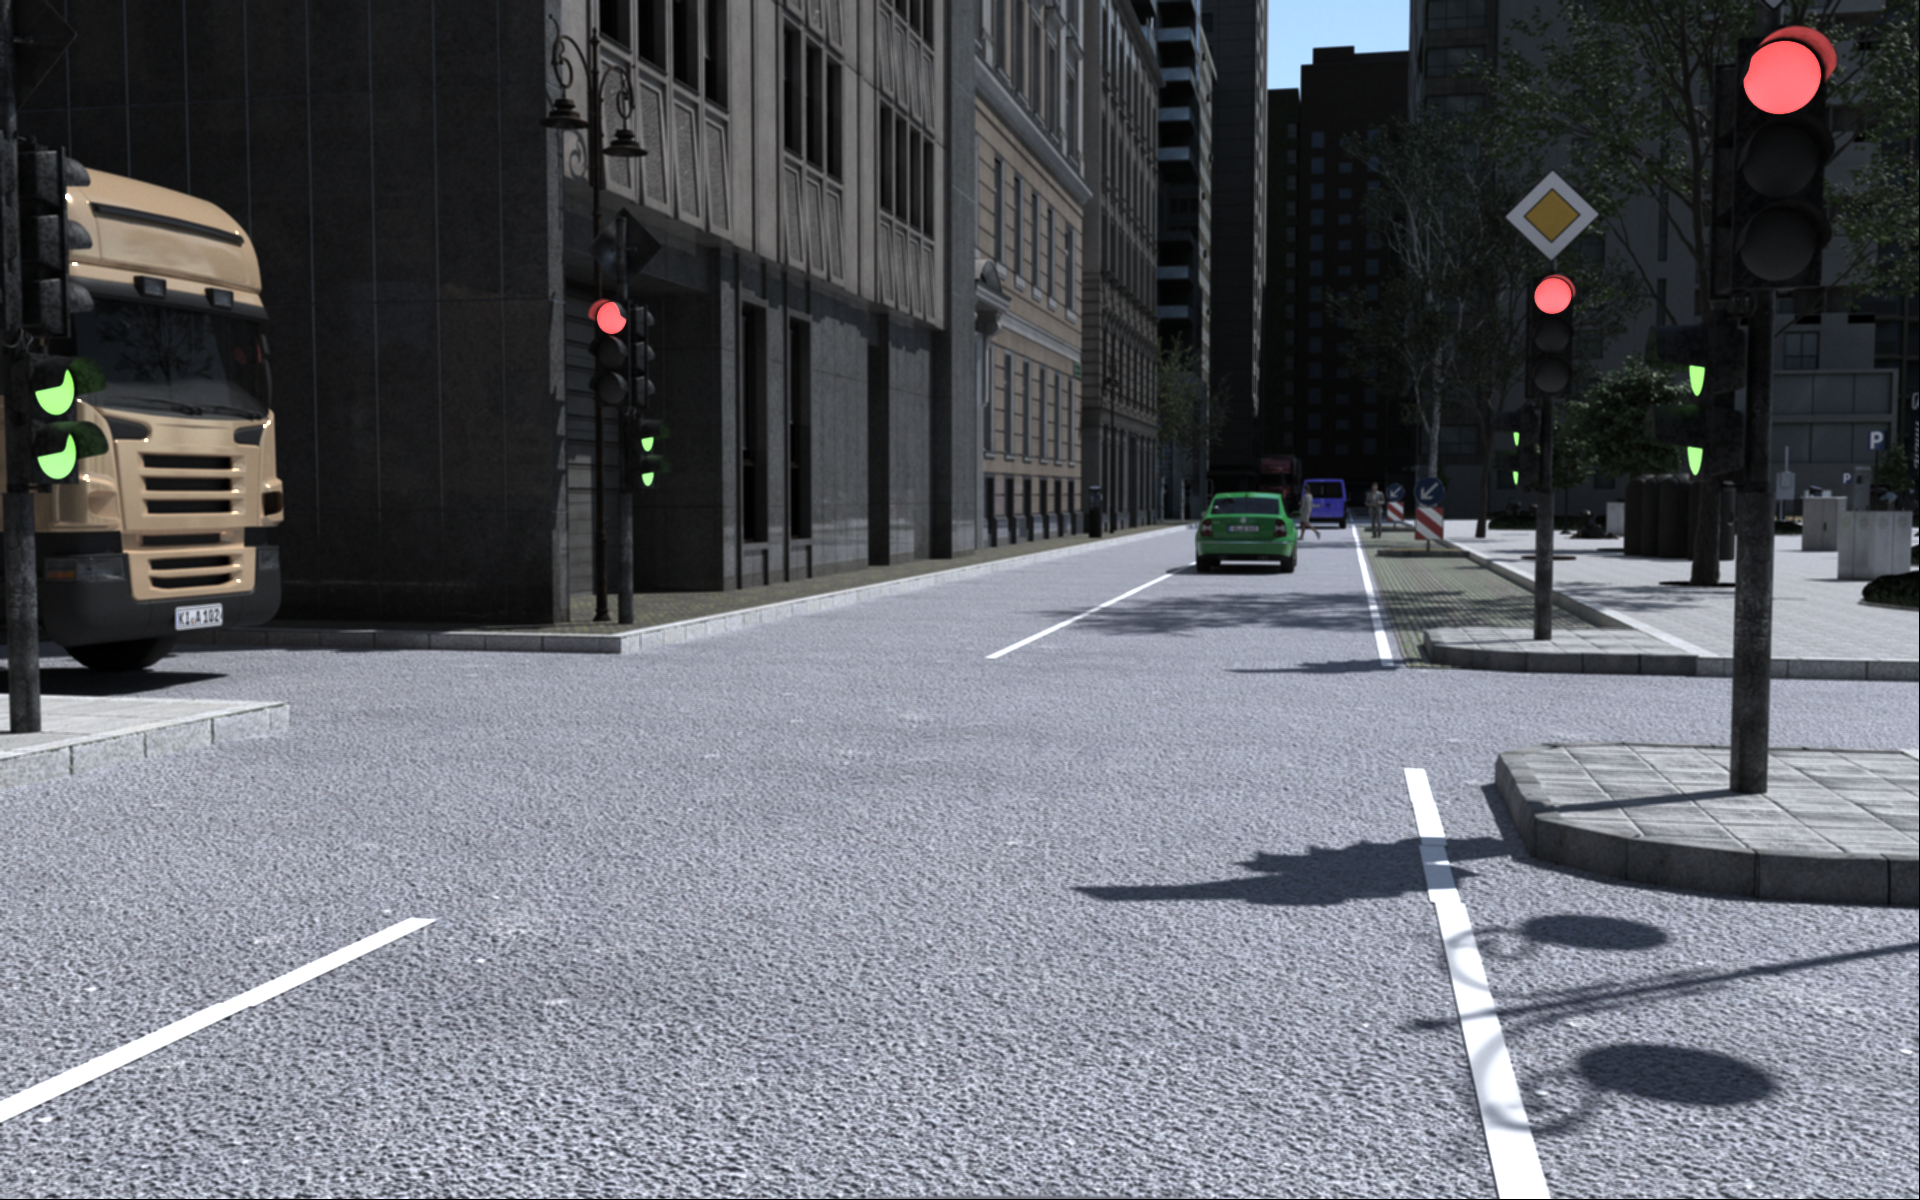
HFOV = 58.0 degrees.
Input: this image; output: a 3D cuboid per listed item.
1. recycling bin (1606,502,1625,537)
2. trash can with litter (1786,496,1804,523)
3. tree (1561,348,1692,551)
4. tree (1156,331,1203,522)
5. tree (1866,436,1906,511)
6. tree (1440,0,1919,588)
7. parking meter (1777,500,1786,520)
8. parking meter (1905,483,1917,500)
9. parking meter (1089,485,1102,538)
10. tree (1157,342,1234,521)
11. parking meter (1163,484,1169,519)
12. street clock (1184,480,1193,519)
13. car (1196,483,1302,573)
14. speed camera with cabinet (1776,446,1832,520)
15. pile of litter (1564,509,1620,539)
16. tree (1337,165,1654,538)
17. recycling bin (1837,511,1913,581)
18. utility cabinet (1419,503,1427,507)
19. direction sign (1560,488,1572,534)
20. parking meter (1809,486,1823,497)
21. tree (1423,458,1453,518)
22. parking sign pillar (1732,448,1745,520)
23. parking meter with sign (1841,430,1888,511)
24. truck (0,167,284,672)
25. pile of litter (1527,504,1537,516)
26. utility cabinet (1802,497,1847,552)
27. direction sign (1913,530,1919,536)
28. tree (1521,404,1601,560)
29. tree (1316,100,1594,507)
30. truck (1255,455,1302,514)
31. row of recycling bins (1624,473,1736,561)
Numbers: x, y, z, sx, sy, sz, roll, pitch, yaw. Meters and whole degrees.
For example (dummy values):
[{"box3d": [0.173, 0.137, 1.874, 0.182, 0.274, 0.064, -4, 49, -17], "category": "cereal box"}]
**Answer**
[{"box3d": [20.047, -2.444, 52.514, 0.722, 1.027, 0.722, 2, 4, 32], "category": "recycling bin"}, {"box3d": [37.894, -4.064, 77.507, 1.678, 1.210, 2.233, -2, 4, -35], "category": "trash can with litter"}, {"box3d": [15.289, -3.389, 39.119, 4.285, 4.588, 4.351, 0, 3, 0], "category": "tree"}, {"box3d": [8.969, -7.821, 78.240, 4.737, 8.622, 4.395, 0, 3, 0], "category": "tree"}, {"box3d": [31.009, -3.836, 57.322, 1.663, 3.219, 1.824, 0, 3, 0], "category": "tree"}, {"box3d": [10.400, -5.989, 23.670, 9.928, 11.665, 9.643, 0, 3, 0], "category": "tree"}, {"box3d": [39.912, -4.633, 84.157, 0.372, 1.533, 0.369, 0, 3, 0], "category": "parking meter"}, {"box3d": [43.665, -4.516, 79.546, 0.399, 1.863, 0.255, 0, 4, 6], "category": "parking meter"}, {"box3d": [3.984, -2.601, 50.942, 0.372, 1.533, 0.369, 0, 3, 0], "category": "parking meter"}, {"box3d": [11.008, -8.151, 83.636, 4.360, 8.622, 3.978, 0, 3, 0], "category": "tree"}, {"box3d": [10.735, -5.204, 90.804, 0.399, 1.863, 0.255, 0, 4, -7], "category": "parking meter"}, {"box3d": [11.510, -5.077, 87.587, 0.471, 2.002, 0.358, -2, 4, -34], "category": "street clock"}, {"box3d": [5.520, -1.484, 33.057, 1.959, 1.807, 4.718, 1, 4, 12], "category": "car"}, {"box3d": [34.871, -4.724, 71.580, 2.038, 3.252, 0.660, 1, 4, 23], "category": "speed camera with cabinet"}, {"box3d": [18.259, -2.204, 50.005, 1.176, 0.858, 1.719, -1, 4, -15], "category": "pile of litter"}, {"box3d": [15.243, -7.077, 50.127, 8.767, 10.594, 7.601, 0, 4, 0], "category": "tree"}, {"box3d": [13.702, -0.819, 25.948, 0.722, 1.027, 0.722, -1, 4, -13], "category": "recycling bin"}, {"box3d": [19.663, -3.967, 73.547, 0.318, 1.500, 1.173, 1, 4, 13], "category": "utility cabinet"}, {"box3d": [19.424, -3.879, 55.422, 0.379, 3.537, 0.876, 1, 4, 21], "category": "direction sign"}, {"box3d": [26.021, -2.708, 52.681, 0.372, 1.533, 0.369, 0, 3, 0], "category": "parking meter"}, {"box3d": [25.604, -5.989, 92.525, 1.663, 3.219, 1.824, 0, 3, 0], "category": "tree"}, {"box3d": [27.363, -4.462, 61.426, 1.447, 3.967, 1.447, -1, 4, -23], "category": "parking sign pillar"}, {"box3d": [24.312, -3.108, 47.076, 1.738, 3.016, 0.543, -1, 4, -23], "category": "parking meter with sign"}, {"box3d": [-10.398, -1.525, 13.853, 11.283, 4.237, 2.839, 1, 4, 14], "category": "truck"}, {"box3d": [25.568, -3.861, 77.086, 1.176, 0.858, 1.719, -3, 5, -43], "category": "pile of litter"}, {"box3d": [19.471, -1.705, 39.047, 0.306, 1.237, 1.020, -1, 4, -16], "category": "utility cabinet"}, {"box3d": [29.251, -3.709, 52.632, 0.379, 3.537, 0.876, 0, 4, -7], "category": "direction sign"}, {"box3d": [11.476, -2.410, 33.999, 1.663, 3.219, 1.824, 0, 3, 0], "category": "tree"}, {"box3d": [23.128, -13.795, 81.445, 12.611, 20.169, 13.585, 0, 3, 0], "category": "tree"}, {"box3d": [23.233, -8.362, 125.639, 2.839, 4.237, 11.283, 1, 4, 14], "category": "truck"}, {"box3d": [14.474, -1.705, 34.987, 1.069, 1.692, 3.534, 0, 4, -4], "category": "row of recycling bins"}]
